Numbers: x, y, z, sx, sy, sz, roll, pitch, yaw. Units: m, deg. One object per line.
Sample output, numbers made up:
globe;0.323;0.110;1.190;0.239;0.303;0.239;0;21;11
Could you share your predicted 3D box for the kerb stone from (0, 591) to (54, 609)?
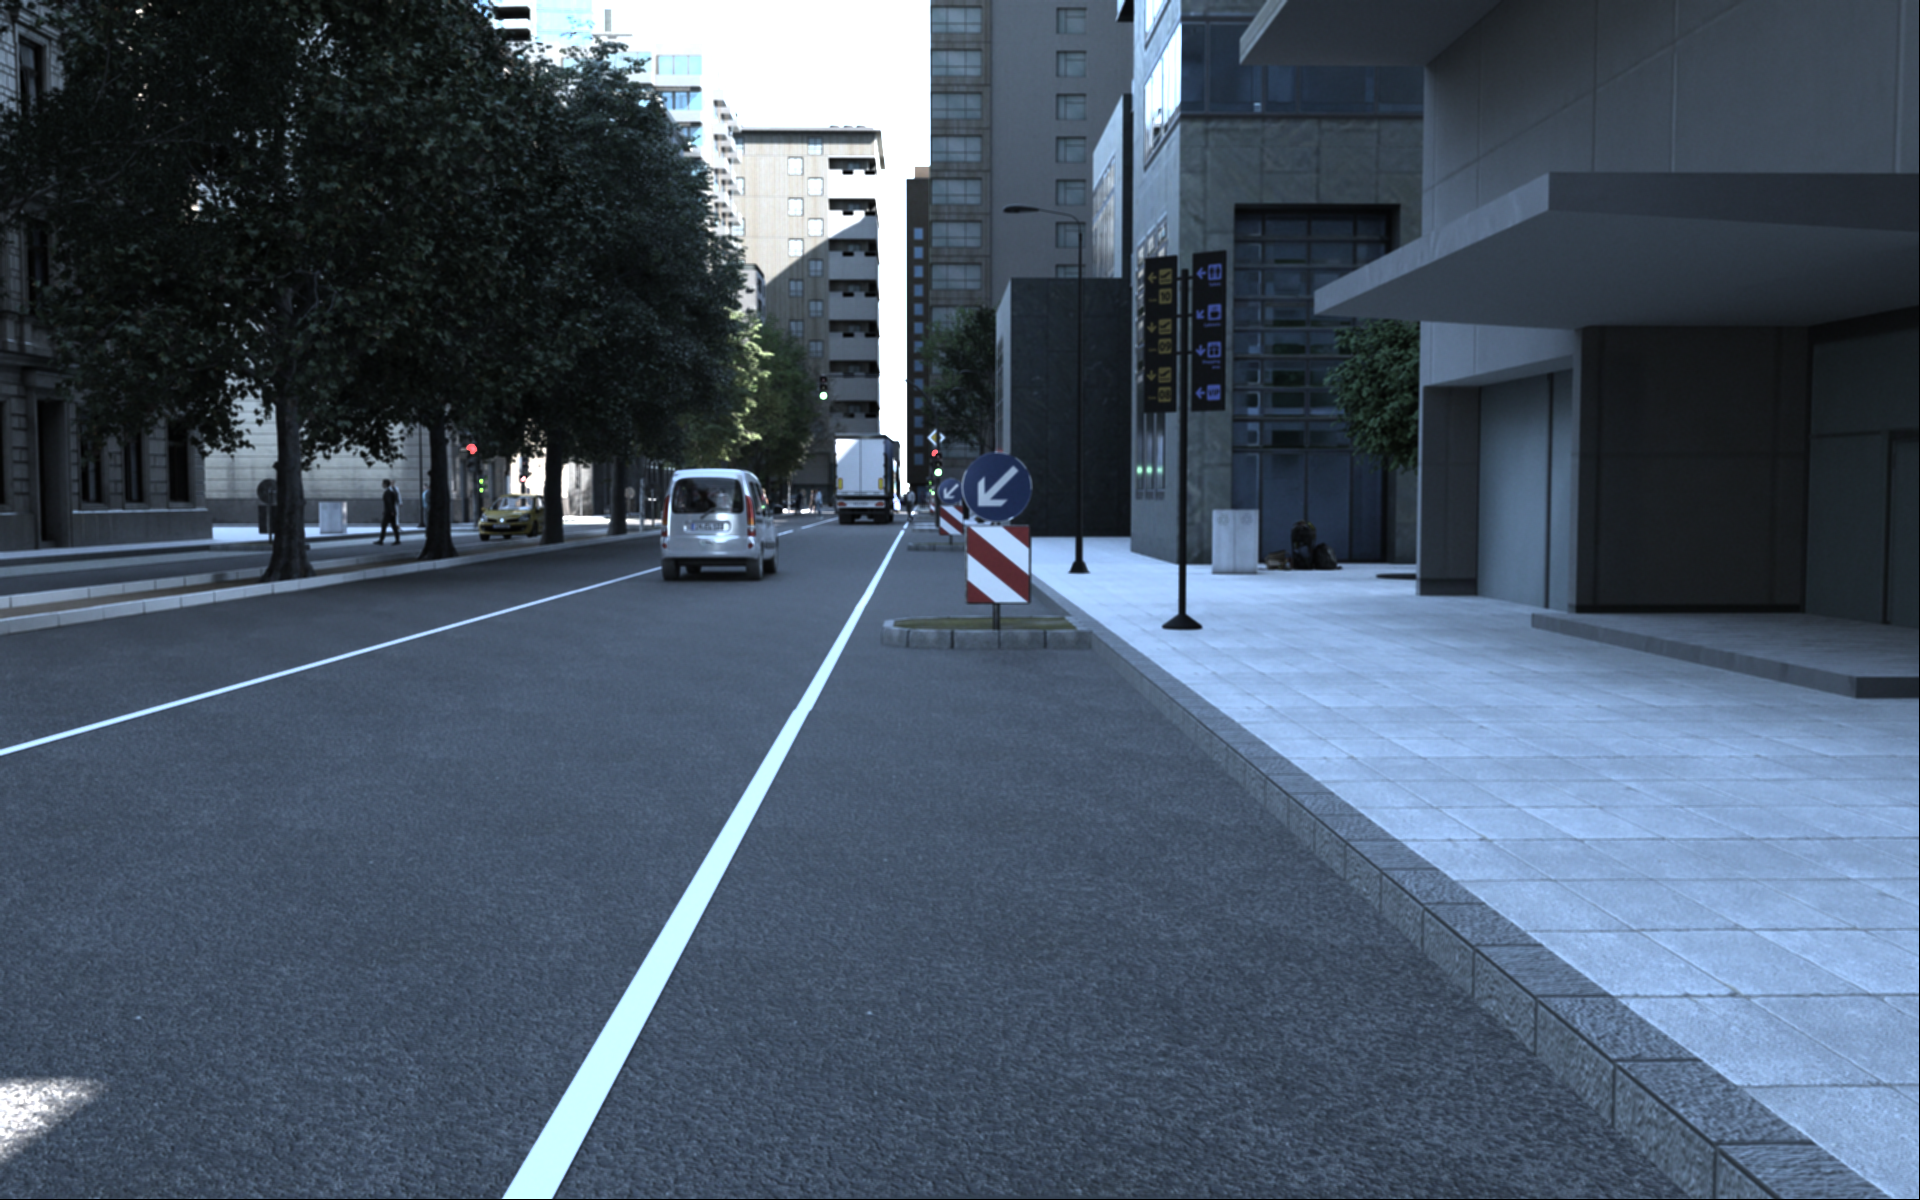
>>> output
kerb stone;-11.963;-0.001;22.214;0.120;0.150;1.000;0;4;-1

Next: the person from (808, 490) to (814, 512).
person;-11.949;-8.014;139.863;0.599;1.781;0.374;3;4;38

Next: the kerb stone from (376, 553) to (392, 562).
kerb stone;-12.272;-0.879;36.575;0.120;0.150;1.000;0;4;-1

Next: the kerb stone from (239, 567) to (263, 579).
kerb stone;-12.121;-0.440;29.394;0.120;0.150;1.000;0;4;-1

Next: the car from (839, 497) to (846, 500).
car;-11.037;-9.686;170.941;1.945;1.354;3.894;0;4;-3

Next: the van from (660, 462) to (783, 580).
van;-4.137;-1.417;30.174;2.013;2.044;4.112;0;4;-1

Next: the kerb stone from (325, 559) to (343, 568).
kerb stone;-12.212;-0.688;33.502;0.120;0.150;1.000;0;4;-1

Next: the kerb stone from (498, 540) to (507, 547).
kerb stone;-12.491;-1.506;46.814;0.120;0.150;1.000;0;4;-1

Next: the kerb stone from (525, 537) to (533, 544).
kerb stone;-12.547;-1.694;49.892;0.120;0.150;1.000;0;4;-1

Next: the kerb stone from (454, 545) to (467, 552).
kerb stone;-12.409;-1.255;42.717;0.120;0.150;1.000;0;4;-1

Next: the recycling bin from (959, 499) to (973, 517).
recycling bin;0.354;-5.249;98.382;0.722;1.027;0.722;0;4;5

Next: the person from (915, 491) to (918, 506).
person;-5.461;-12.607;214.578;0.705;1.831;1.348;1;4;12

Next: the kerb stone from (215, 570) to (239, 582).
kerb stone;-12.103;-0.377;28.366;0.120;0.150;1.000;0;4;-1

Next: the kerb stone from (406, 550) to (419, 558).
kerb stone;-12.322;-1.004;38.618;0.120;0.150;1.000;0;4;-1

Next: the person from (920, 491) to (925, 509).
person;-3.656;-9.737;168.617;0.541;1.710;0.530;0;4;-2

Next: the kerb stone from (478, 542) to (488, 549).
kerb stone;-12.448;-1.380;44.766;0.120;0.150;1.000;0;4;-1

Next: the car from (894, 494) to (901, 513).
car;-5.469;-7.483;131.937;1.945;1.707;3.694;0;4;-1

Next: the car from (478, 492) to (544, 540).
car;-13.941;-2.718;54.663;2.015;1.641;3.980;0;4;1

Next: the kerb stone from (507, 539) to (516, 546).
kerb stone;-12.515;-1.568;47.836;0.120;0.150;1.000;0;4;-1

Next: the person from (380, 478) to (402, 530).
person;-20.121;-3.388;61.309;0.818;1.842;0.514;1;4;14

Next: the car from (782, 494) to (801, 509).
car;-16.382;-9.655;167.639;2.009;1.686;4.222;0;4;-2

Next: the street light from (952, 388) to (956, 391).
street light;0.367;-6.322;75.903;1.470;5.913;1.316;0;4;-1

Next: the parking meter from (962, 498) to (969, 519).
parking meter;0.264;-5.006;87.558;0.399;1.863;0.255;0;4;-3

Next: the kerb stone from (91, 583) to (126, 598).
kerb stone;-12.012;-0.126;24.260;0.120;0.150;1.000;0;4;-1

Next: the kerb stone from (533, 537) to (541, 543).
kerb stone;-12.578;-1.757;50.919;0.120;0.150;1.000;0;4;-1

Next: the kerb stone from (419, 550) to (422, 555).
kerb stone;-12.337;-1.061;39.640;0.120;0.150;1.000;0;4;-1

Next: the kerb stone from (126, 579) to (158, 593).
kerb stone;-12.035;-0.189;25.282;0.120;0.150;1.000;0;4;-1

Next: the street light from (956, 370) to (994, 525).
street light;0.709;-5.663;65.137;1.470;5.913;1.316;0;4;-1

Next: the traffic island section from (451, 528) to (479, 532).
traffic island section;-18.458;-2.668;65.905;2.009;0.180;2.903;0;4;-1

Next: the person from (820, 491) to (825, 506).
person;-14.533;-10.407;179.380;1.217;1.736;0.721;-1;4;-18

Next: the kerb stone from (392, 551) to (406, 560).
kerb stone;-12.299;-0.937;37.597;0.120;0.150;1.000;0;4;-1

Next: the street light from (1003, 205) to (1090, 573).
street light;1.394;-3.391;27.981;1.470;5.913;1.316;0;4;-1

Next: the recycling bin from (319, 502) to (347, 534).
recycling bin;-20.267;-2.657;56.000;0.722;1.027;0.722;0;4;-7

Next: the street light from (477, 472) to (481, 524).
street light;-19.938;-6.182;73.617;1.470;5.913;1.316;0;4;-1

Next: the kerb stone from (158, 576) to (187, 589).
kerb stone;-12.055;-0.252;26.308;0.120;0.150;1.000;0;4;-1

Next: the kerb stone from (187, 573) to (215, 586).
kerb stone;-12.077;-0.315;27.344;0.120;0.150;1.000;0;4;-1

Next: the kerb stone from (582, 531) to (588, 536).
kerb stone;-12.729;-2.193;58.088;0.120;0.150;1.000;0;4;-1

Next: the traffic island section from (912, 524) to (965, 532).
traffic island section;-0.821;-2.691;66.272;2.009;0.180;2.903;0;4;-1

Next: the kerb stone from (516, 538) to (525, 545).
kerb stone;-12.530;-1.631;48.867;0.120;0.150;1.000;0;4;-1

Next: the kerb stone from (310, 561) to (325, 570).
kerb stone;-12.185;-0.629;32.480;0.120;0.150;1.000;0;4;-1

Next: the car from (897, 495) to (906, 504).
car;-6.679;-11.984;208.517;1.945;1.354;3.894;0;4;-1

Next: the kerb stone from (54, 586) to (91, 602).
kerb stone;-11.995;-0.064;23.236;0.120;0.150;1.000;0;4;-1

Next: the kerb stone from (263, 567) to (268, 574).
kerb stone;-12.135;-0.503;30.427;0.120;0.150;1.000;0;4;-1

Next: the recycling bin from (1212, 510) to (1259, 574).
recycling bin;4.461;-0.947;28.032;0.722;1.027;0.722;1;4;11

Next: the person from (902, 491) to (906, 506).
person;-6.828;-12.455;212.158;0.705;1.822;1.348;3;5;41

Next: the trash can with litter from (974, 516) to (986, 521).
trash can with litter;1.078;-4.251;80.892;0.624;1.170;1.055;-3;5;-43

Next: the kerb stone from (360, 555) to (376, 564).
kerb stone;-12.260;-0.817;35.553;0.120;0.150;1.000;0;4;-1

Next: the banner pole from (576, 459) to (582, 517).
banner pole;-21.066;-6.466;95.733;0.401;3.779;0.863;-3;4;-36

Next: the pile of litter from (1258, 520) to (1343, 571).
pile of litter;5.710;-0.951;29.518;1.719;0.858;1.176;0;4;1

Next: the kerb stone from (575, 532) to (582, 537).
kerb stone;-12.713;-2.131;57.062;0.120;0.150;1.000;0;4;-1

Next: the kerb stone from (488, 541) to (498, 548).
kerb stone;-12.475;-1.443;45.791;0.120;0.150;1.000;0;4;-1

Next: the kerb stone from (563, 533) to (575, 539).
kerb stone;-12.690;-2.070;56.040;0.120;0.150;1.000;0;4;-1

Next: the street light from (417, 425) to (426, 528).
street light;-19.836;-5.680;65.405;1.470;5.913;1.316;0;4;-1

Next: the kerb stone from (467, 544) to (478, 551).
kerb stone;-12.431;-1.318;43.743;0.120;0.150;1.000;0;4;-1

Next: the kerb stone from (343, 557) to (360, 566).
kerb stone;-12.238;-0.749;34.524;0.120;0.150;1.000;0;4;-1
